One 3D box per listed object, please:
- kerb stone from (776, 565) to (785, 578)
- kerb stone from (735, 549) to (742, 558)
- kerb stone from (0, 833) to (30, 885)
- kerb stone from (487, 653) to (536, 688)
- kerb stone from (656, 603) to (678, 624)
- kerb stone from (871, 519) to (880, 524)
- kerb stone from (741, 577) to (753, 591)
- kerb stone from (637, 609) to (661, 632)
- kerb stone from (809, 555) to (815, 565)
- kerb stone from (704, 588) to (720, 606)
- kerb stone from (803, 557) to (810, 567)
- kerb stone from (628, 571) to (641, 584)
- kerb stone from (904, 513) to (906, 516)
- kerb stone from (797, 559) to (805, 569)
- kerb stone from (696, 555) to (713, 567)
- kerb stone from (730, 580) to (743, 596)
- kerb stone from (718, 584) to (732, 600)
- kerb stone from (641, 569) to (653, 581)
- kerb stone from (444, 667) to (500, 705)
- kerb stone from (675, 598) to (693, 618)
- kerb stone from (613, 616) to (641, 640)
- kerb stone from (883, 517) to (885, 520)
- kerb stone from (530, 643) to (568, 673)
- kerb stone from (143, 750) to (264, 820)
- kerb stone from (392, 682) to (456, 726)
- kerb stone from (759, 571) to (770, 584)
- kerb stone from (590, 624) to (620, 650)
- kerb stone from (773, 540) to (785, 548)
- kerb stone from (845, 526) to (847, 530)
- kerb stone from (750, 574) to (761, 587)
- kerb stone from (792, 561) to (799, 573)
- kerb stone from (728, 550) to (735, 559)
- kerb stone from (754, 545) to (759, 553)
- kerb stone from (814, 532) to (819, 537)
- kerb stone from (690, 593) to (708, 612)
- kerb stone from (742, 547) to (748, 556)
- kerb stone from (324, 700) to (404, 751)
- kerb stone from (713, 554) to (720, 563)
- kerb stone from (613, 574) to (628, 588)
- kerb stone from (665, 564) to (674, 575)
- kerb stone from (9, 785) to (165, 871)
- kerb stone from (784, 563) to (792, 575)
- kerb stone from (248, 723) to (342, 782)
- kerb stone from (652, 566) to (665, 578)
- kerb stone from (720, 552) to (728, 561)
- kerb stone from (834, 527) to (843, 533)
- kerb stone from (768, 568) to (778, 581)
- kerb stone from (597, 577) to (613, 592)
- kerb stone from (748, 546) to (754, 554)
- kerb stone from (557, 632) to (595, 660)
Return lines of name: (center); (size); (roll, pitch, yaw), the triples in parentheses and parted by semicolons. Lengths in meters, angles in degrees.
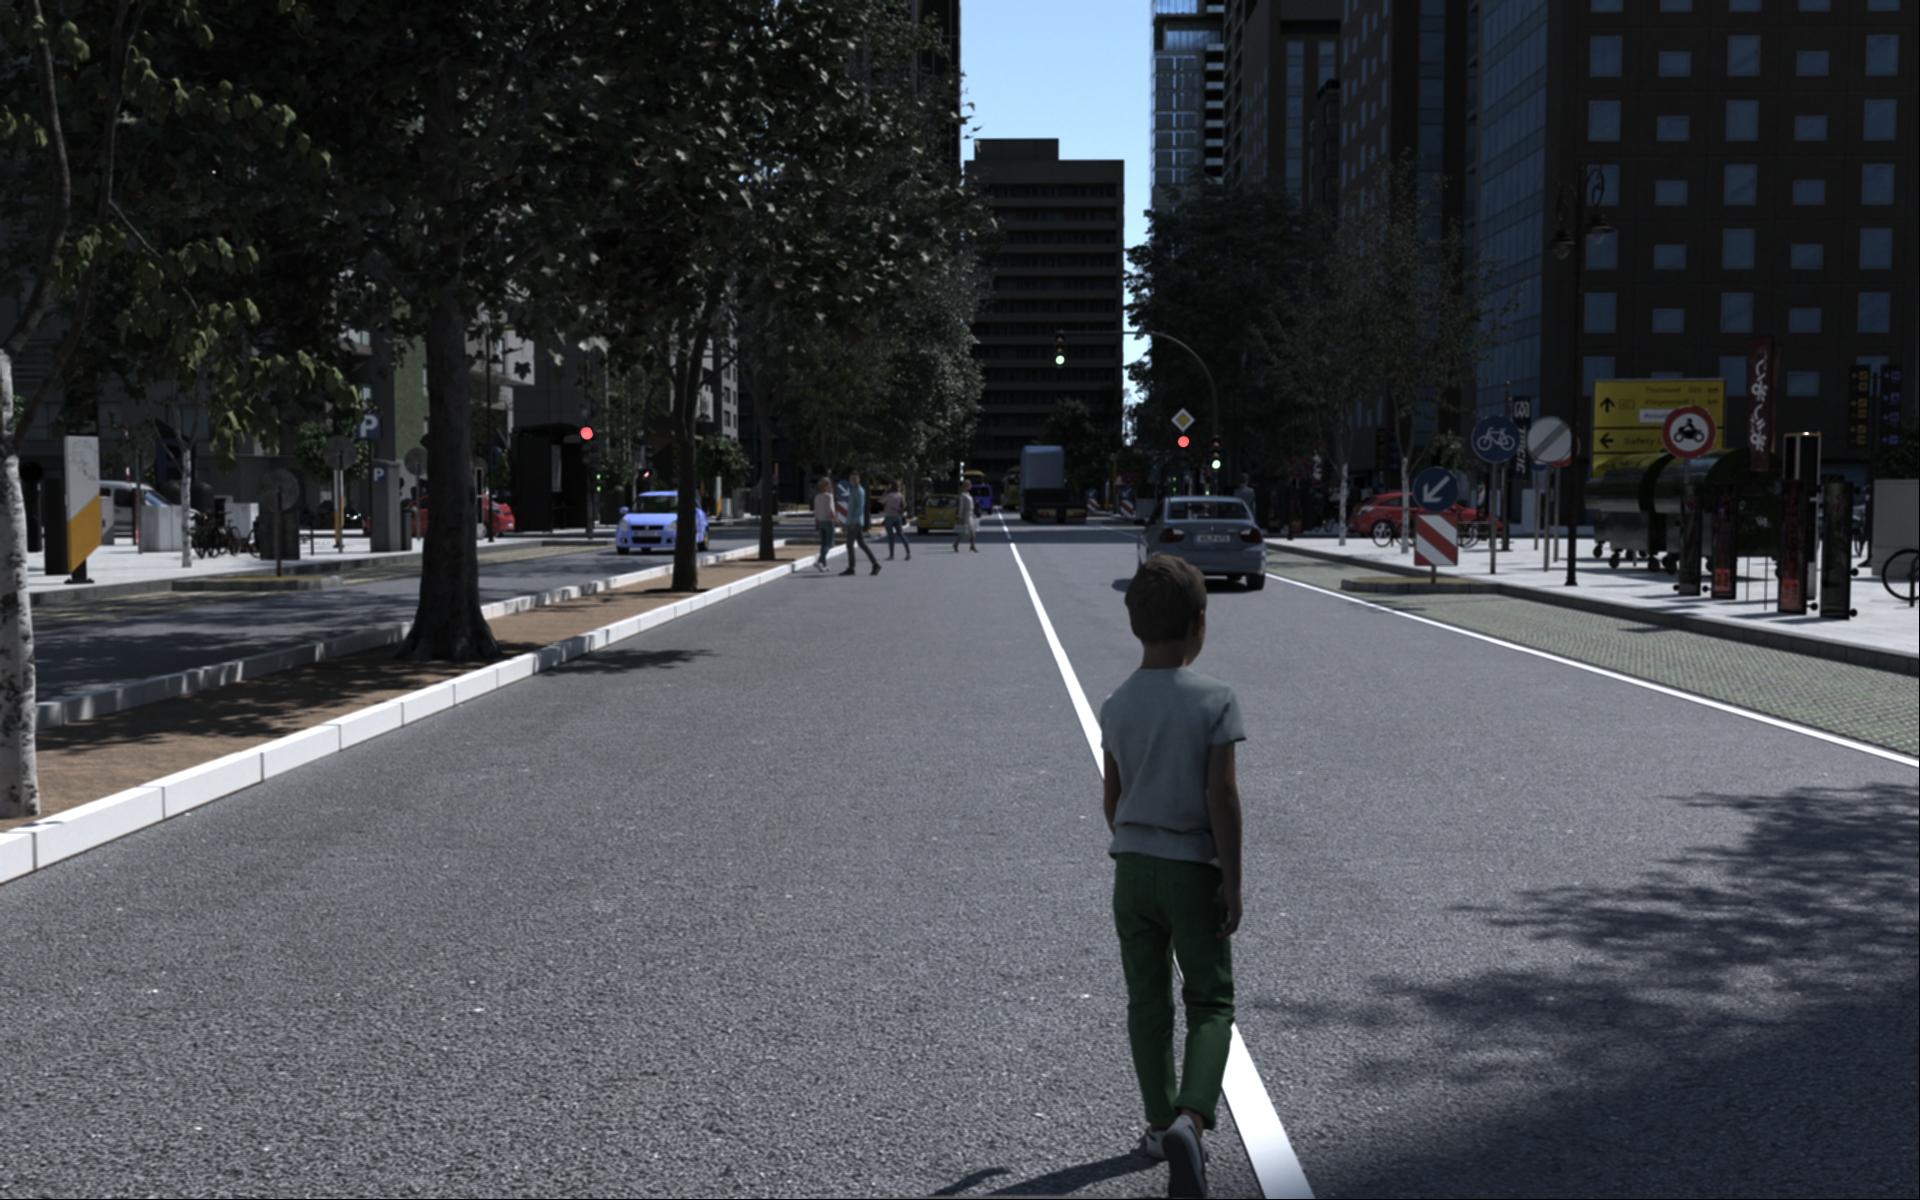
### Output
kerb stone: (-3.154, -0.457, 29.668); (0.120, 0.150, 1.000); (0, 4, 1)
kerb stone: (-5.089, -1.020, 38.895); (0.120, 0.150, 1.000); (0, 4, 1)
kerb stone: (-3.579, 0.987, 6.055); (0.120, 0.150, 1.000); (0, 4, 1)
kerb stone: (-3.449, 0.548, 13.235); (0.120, 0.150, 1.000); (0, 4, 1)
kerb stone: (-3.344, 0.171, 19.401); (0.120, 0.150, 1.000); (0, 4, 1)
kerb stone: (-4.238, -3.939, 86.595); (0.120, 0.150, 1.000); (0, 4, 1)
kerb stone: (-3.227, -0.206, 25.562); (0.120, 0.150, 1.000); (0, 4, 1)
kerb stone: (-3.357, 0.236, 18.366); (0.120, 0.150, 1.000); (0, 4, 1)
kerb stone: (-3.064, -0.770, 34.785); (0.120, 0.150, 1.000); (0, 4, 1)
kerb stone: (-3.282, -0.017, 22.479); (0.120, 0.150, 1.000); (0, 4, 1)
kerb stone: (-3.084, -0.707, 33.756); (0.120, 0.150, 1.000); (0, 4, 1)
kerb stone: (-5.291, -0.330, 27.616); (0.120, 0.150, 1.000); (0, 4, 1)
kerb stone: (-3.642, -6.008, 120.423); (0.120, 0.150, 1.000); (0, 4, 1)
kerb stone: (-3.099, -0.638, 32.734); (0.120, 0.150, 1.000); (0, 4, 1)
kerb stone: (-5.158, -0.768, 34.789); (0.120, 0.150, 1.000); (0, 4, 1)
kerb stone: (-3.245, -0.143, 24.531); (0.120, 0.150, 1.000); (0, 4, 1)
kerb stone: (-3.271, -0.080, 23.507); (0.120, 0.150, 1.000); (0, 4, 1)
kerb stone: (-5.274, -0.389, 28.638); (0.120, 0.150, 1.000); (0, 4, 1)
kerb stone: (-3.466, 0.612, 12.213); (0.120, 0.150, 1.000); (0, 4, 1)
kerb stone: (-3.322, 0.112, 20.425); (0.120, 0.150, 1.000); (0, 4, 1)
kerb stone: (-3.377, 0.297, 17.340); (0.120, 0.150, 1.000); (0, 4, 1)
kerb stone: (-4.165, -4.190, 90.704); (0.120, 0.150, 1.000); (0, 4, 1)
kerb stone: (-3.434, 0.491, 14.264); (0.120, 0.150, 1.000); (0, 4, 1)
kerb stone: (-3.541, 0.862, 8.101); (0.120, 0.150, 1.000); (0, 4, 1)
kerb stone: (-3.484, 0.675, 11.181); (0.120, 0.150, 1.000); (0, 4, 1)
kerb stone: (-3.188, -0.332, 27.618); (0.120, 0.150, 1.000); (0, 4, 1)
kerb stone: (-3.392, 0.359, 16.318); (0.120, 0.150, 1.000); (0, 4, 1)
kerb stone: (-4.949, -1.523, 47.099); (0.120, 0.150, 1.000); (0, 4, 1)
kerb stone: (-4.593, -2.743, 67.094); (0.120, 0.150, 1.000); (0, 4, 1)
kerb stone: (-3.215, -0.269, 26.588); (0.120, 0.150, 1.000); (0, 4, 1)
kerb stone: (-3.118, -0.582, 31.712); (0.120, 0.150, 1.000); (0, 4, 1)
kerb stone: (-5.117, -0.959, 37.867); (0.120, 0.150, 1.000); (0, 4, 1)
kerb stone: (-5.036, -1.209, 41.968); (0.120, 0.150, 1.000); (0, 4, 1)
kerb stone: (-4.757, -2.181, 57.859); (0.120, 0.150, 1.000); (0, 4, 1)
kerb stone: (-3.300, 0.051, 21.447); (0.120, 0.150, 1.000); (0, 4, 1)
kerb stone: (-5.074, -1.084, 39.922); (0.120, 0.150, 1.000); (0, 4, 1)
kerb stone: (-3.501, 0.737, 10.150); (0.120, 0.150, 1.000); (0, 4, 1)
kerb stone: (-5.149, -0.832, 35.819); (0.120, 0.150, 1.000); (0, 4, 1)
kerb stone: (-5.303, -0.269, 26.589); (0.120, 0.150, 1.000); (0, 4, 1)
kerb stone: (-5.236, -0.520, 30.691); (0.120, 0.150, 1.000); (0, 4, 1)
kerb stone: (-3.558, 0.925, 7.079); (0.120, 0.150, 1.000); (0, 4, 1)
kerb stone: (-3.144, -0.520, 30.690); (0.120, 0.150, 1.000); (0, 4, 1)
kerb stone: (-3.518, 0.803, 9.123); (0.120, 0.150, 1.000); (0, 4, 1)
kerb stone: (-5.256, -0.457, 29.659); (0.120, 0.150, 1.000); (0, 4, 1)
kerb stone: (-5.128, -0.892, 36.842); (0.120, 0.150, 1.000); (0, 4, 1)
kerb stone: (-4.601, -2.683, 66.067); (0.120, 0.150, 1.000); (0, 4, 1)
kerb stone: (-3.172, -0.394, 28.640); (0.120, 0.150, 1.000); (0, 4, 1)
kerb stone: (-5.326, -0.204, 25.556); (0.120, 0.150, 1.000); (0, 4, 1)
kerb stone: (-5.049, -1.147, 40.946); (0.120, 0.150, 1.000); (0, 4, 1)
kerb stone: (-3.418, 0.422, 15.291); (0.120, 0.150, 1.000); (0, 4, 1)
